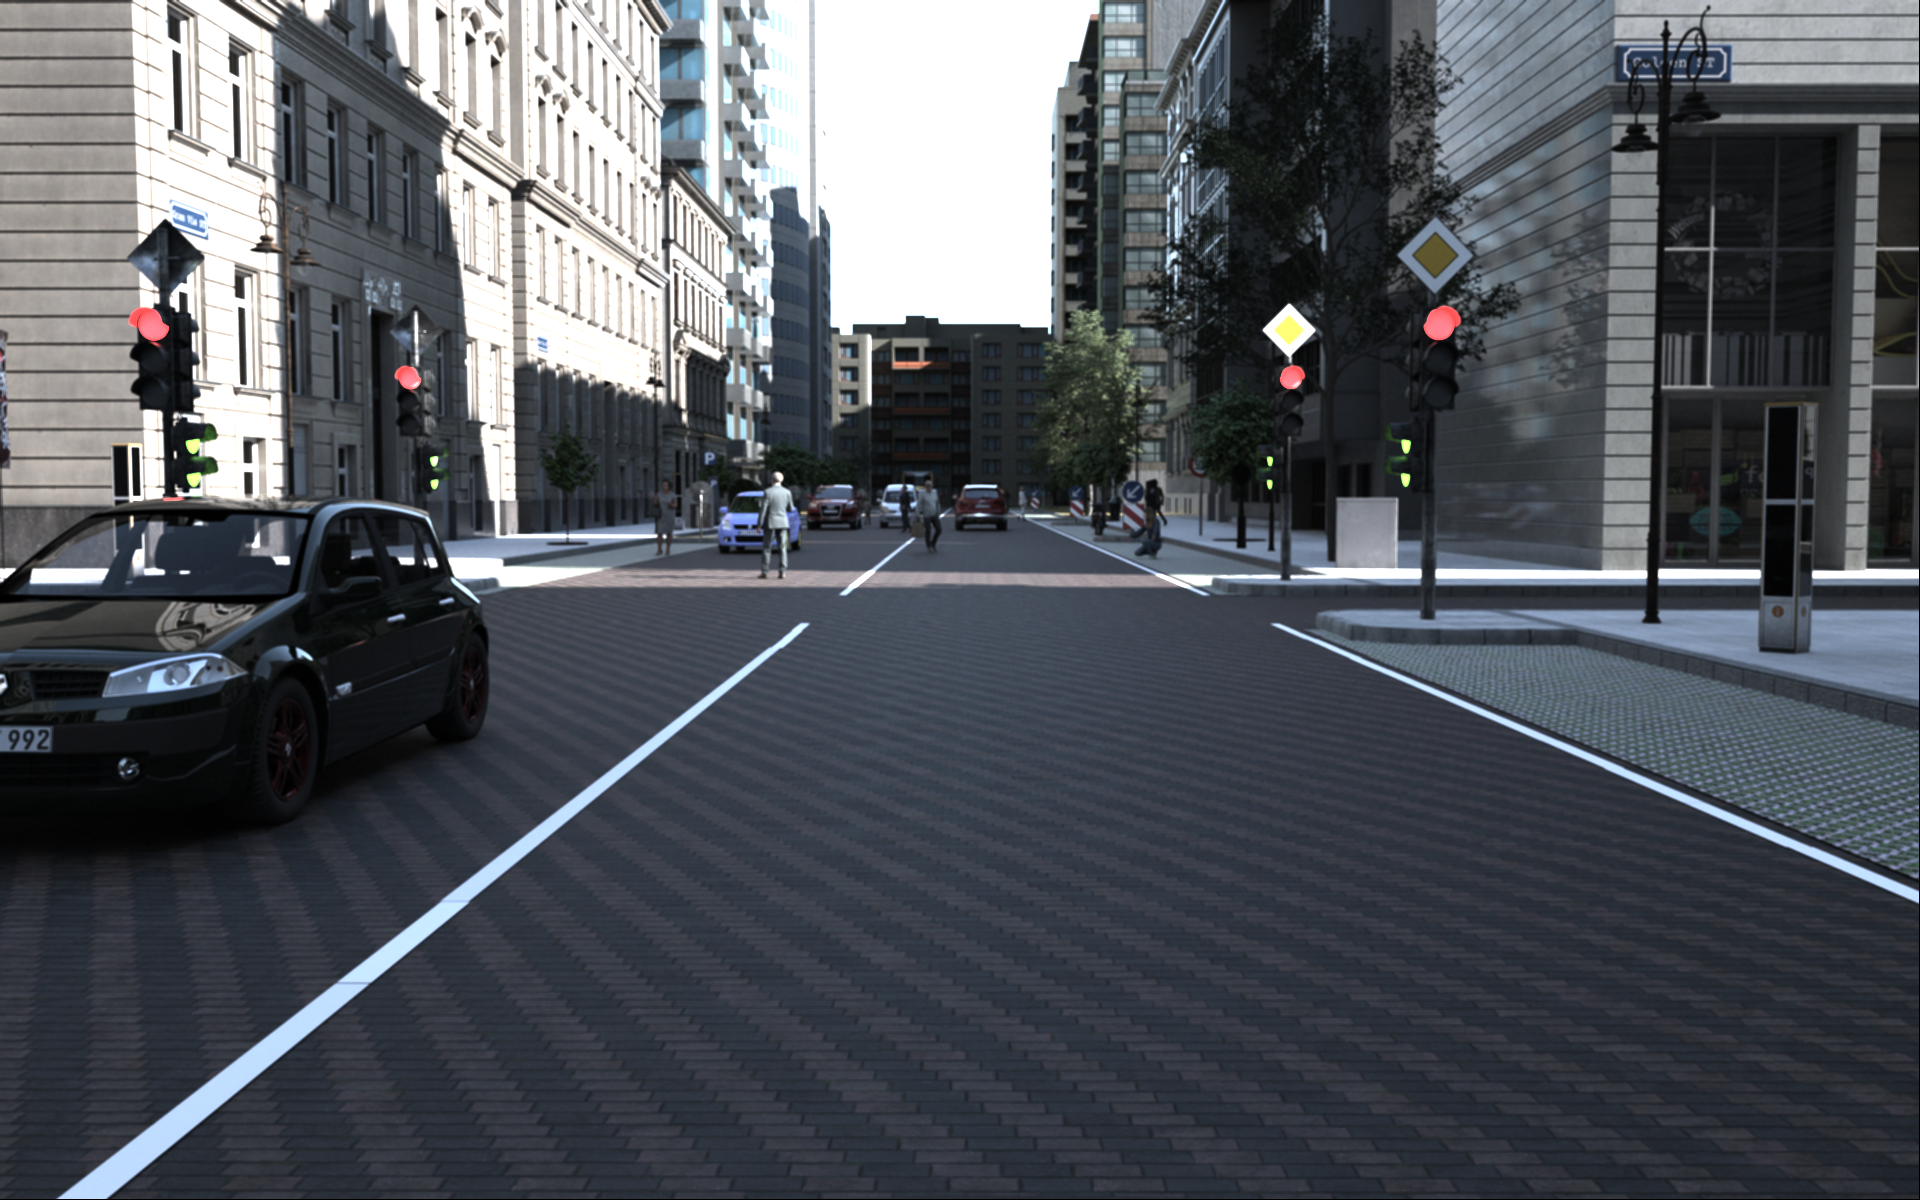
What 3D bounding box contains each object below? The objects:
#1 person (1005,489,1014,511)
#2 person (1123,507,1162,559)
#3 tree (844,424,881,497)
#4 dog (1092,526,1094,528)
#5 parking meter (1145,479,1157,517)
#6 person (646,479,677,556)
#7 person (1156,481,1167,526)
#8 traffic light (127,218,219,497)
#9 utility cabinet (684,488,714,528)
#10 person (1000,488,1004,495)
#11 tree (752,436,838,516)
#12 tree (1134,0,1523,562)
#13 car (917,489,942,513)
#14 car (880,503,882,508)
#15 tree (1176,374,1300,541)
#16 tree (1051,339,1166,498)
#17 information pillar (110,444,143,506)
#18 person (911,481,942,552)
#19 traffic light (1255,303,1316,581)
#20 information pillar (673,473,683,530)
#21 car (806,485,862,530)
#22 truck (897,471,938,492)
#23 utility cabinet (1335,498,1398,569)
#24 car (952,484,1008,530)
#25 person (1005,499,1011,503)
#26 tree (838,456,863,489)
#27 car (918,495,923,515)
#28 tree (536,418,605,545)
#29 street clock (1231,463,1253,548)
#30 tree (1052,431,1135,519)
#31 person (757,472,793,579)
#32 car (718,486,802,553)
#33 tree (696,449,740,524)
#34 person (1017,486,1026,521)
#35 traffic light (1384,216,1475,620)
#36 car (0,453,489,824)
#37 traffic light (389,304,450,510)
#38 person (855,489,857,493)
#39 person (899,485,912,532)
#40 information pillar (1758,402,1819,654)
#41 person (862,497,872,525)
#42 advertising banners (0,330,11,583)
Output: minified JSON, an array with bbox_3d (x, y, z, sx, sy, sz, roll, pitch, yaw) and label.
[{"bbox_3d":[4.046,-8.467,146.952,1.348,1.822,0.705,-3,5,-43],"label":"person"},{"bbox_3d":[4.134,-1.470,38.031,0.738,1.151,1.012,-1,4,-21],"label":"person"},{"bbox_3d":[-9.838,-13.942,178.319,4.360,8.622,3.978,0,3,0],"label":"tree"},{"bbox_3d":[5.606,-3.360,71.778,0.800,0.831,0.513,0,4,3],"label":"dog"},{"bbox_3d":[7.371,-3.744,66.927,0.399,1.863,0.255,-1,4,-18],"label":"parking meter"},{"bbox_3d":[-6.913,-1.908,40.061,0.716,1.782,0.532,0,4,5],"label":"person"},{"bbox_3d":[8.058,-3.951,70.552,0.836,1.842,0.656,1,4,22],"label":"person"},{"bbox_3d":[-8.080,-1.761,17.708,0.839,4.253,0.868,0,4,0],"label":"traffic light"},{"bbox_3d":[-9.782,-3.444,64.996,1.173,1.500,0.318,2,4,31],"label":"utility cabinet"},{"bbox_3d":[2.696,-6.382,112.871,0.705,1.821,1.348,-1,4,-16],"label":"person"},{"bbox_3d":[-9.858,-7.363,104.105,4.285,4.588,4.351,0,3,0],"label":"tree"},{"bbox_3d":[6.802,-6.012,32.710,7.601,10.594,8.767,0,4,3],"label":"tree"},{"bbox_3d":[-2.480,-7.562,132.306,2.281,1.827,5.304,0,4,-1],"label":"car"},{"bbox_3d":[-4.948,-7.174,129.657,2.083,1.381,4.827,0,4,2],"label":"car"},{"bbox_3d":[7.610,-3.907,47.590,4.285,4.588,4.351,0,3,0],"label":"tree"},{"bbox_3d":[7.587,-8.142,83.490,4.737,8.622,4.395,0,3,0],"label":"tree"},{"bbox_3d":[-12.298,-1.291,25.599,0.304,2.012,0.304,0,4,7],"label":"information pillar"},{"bbox_3d":[-0.845,-2.085,43.076,0.782,1.767,0.515,-2,4,-30],"label":"person"},{"bbox_3d":[4.823,-2.246,25.642,0.839,4.253,0.868,0,4,0],"label":"traffic light"},{"bbox_3d":[-10.083,-3.509,61.862,0.304,2.012,0.304,-1,4,-20],"label":"information pillar"},{"bbox_3d":[-5.144,-3.837,71.409,2.281,1.827,5.304,0,4,0],"label":"car"},{"bbox_3d":[-3.647,-9.448,150.395,3.469,3.379,9.791,0,4,-1],"label":"truck"},{"bbox_3d":[6.989,-1.138,29.762,1.020,1.237,0.306,1,4,17],"label":"utility cabinet"},{"bbox_3d":[0.824,-3.741,69.834,2.281,1.827,5.304,0,4,-1],"label":"car"},{"bbox_3d":[3.306,-7.129,128.277,0.991,1.433,0.599,-1,4,-23],"label":"person"},{"bbox_3d":[-10.300,-9.337,136.379,4.285,4.588,4.351,0,3,0],"label":"tree"},{"bbox_3d":[-3.492,-6.767,122.646,2.014,1.417,4.499,0,4,-1],"label":"car"},{"bbox_3d":[-9.834,-3.016,43.920,1.663,3.219,1.824,0,3,0],"label":"tree"},{"bbox_3d":[6.673,-2.228,40.999,0.471,2.002,0.358,1,4,22],"label":"street clock"},{"bbox_3d":[7.494,-6.473,89.551,4.285,4.588,4.351,0,3,0],"label":"tree"},{"bbox_3d":[-3.174,-1.270,29.437,0.661,1.801,0.590,-2,4,-32],"label":"person"},{"bbox_3d":[-4.980,-2.058,43.246,1.945,1.707,3.694,0,4,2],"label":"car"},{"bbox_3d":[-10.311,-4.872,74.261,1.663,3.219,1.824,0,3,0],"label":"tree"},{"bbox_3d":[3.269,-5.125,92.165,0.818,1.842,0.514,-3,5,-43],"label":"person"},{"bbox_3d":[4.781,-1.758,17.657,0.839,4.253,0.868,0,4,0],"label":"traffic light"},{"bbox_3d":[-3.723,0.062,8.768,2.009,1.686,4.222,0,4,2],"label":"car"},{"bbox_3d":[-8.038,-2.249,25.693,0.839,4.253,0.868,0,4,0],"label":"traffic light"},{"bbox_3d":[-9.680,-9.329,159.377,0.742,1.727,0.445,3,4,38],"label":"person"},{"bbox_3d":[-2.021,-3.434,65.065,0.534,1.772,0.576,0,4,-2],"label":"person"},{"bbox_3d":[6.706,-0.583,14.028,0.304,2.012,0.304,-3,5,-42],"label":"information pillar"},{"bbox_3d":[-4.341,-4.172,80.985,0.475,1.303,0.640,0,4,8],"label":"person"},{"bbox_3d":[-9.998,-1.323,17.826,0.090,3.025,2.074,-1,4,-16],"label":"advertising banners"}]
